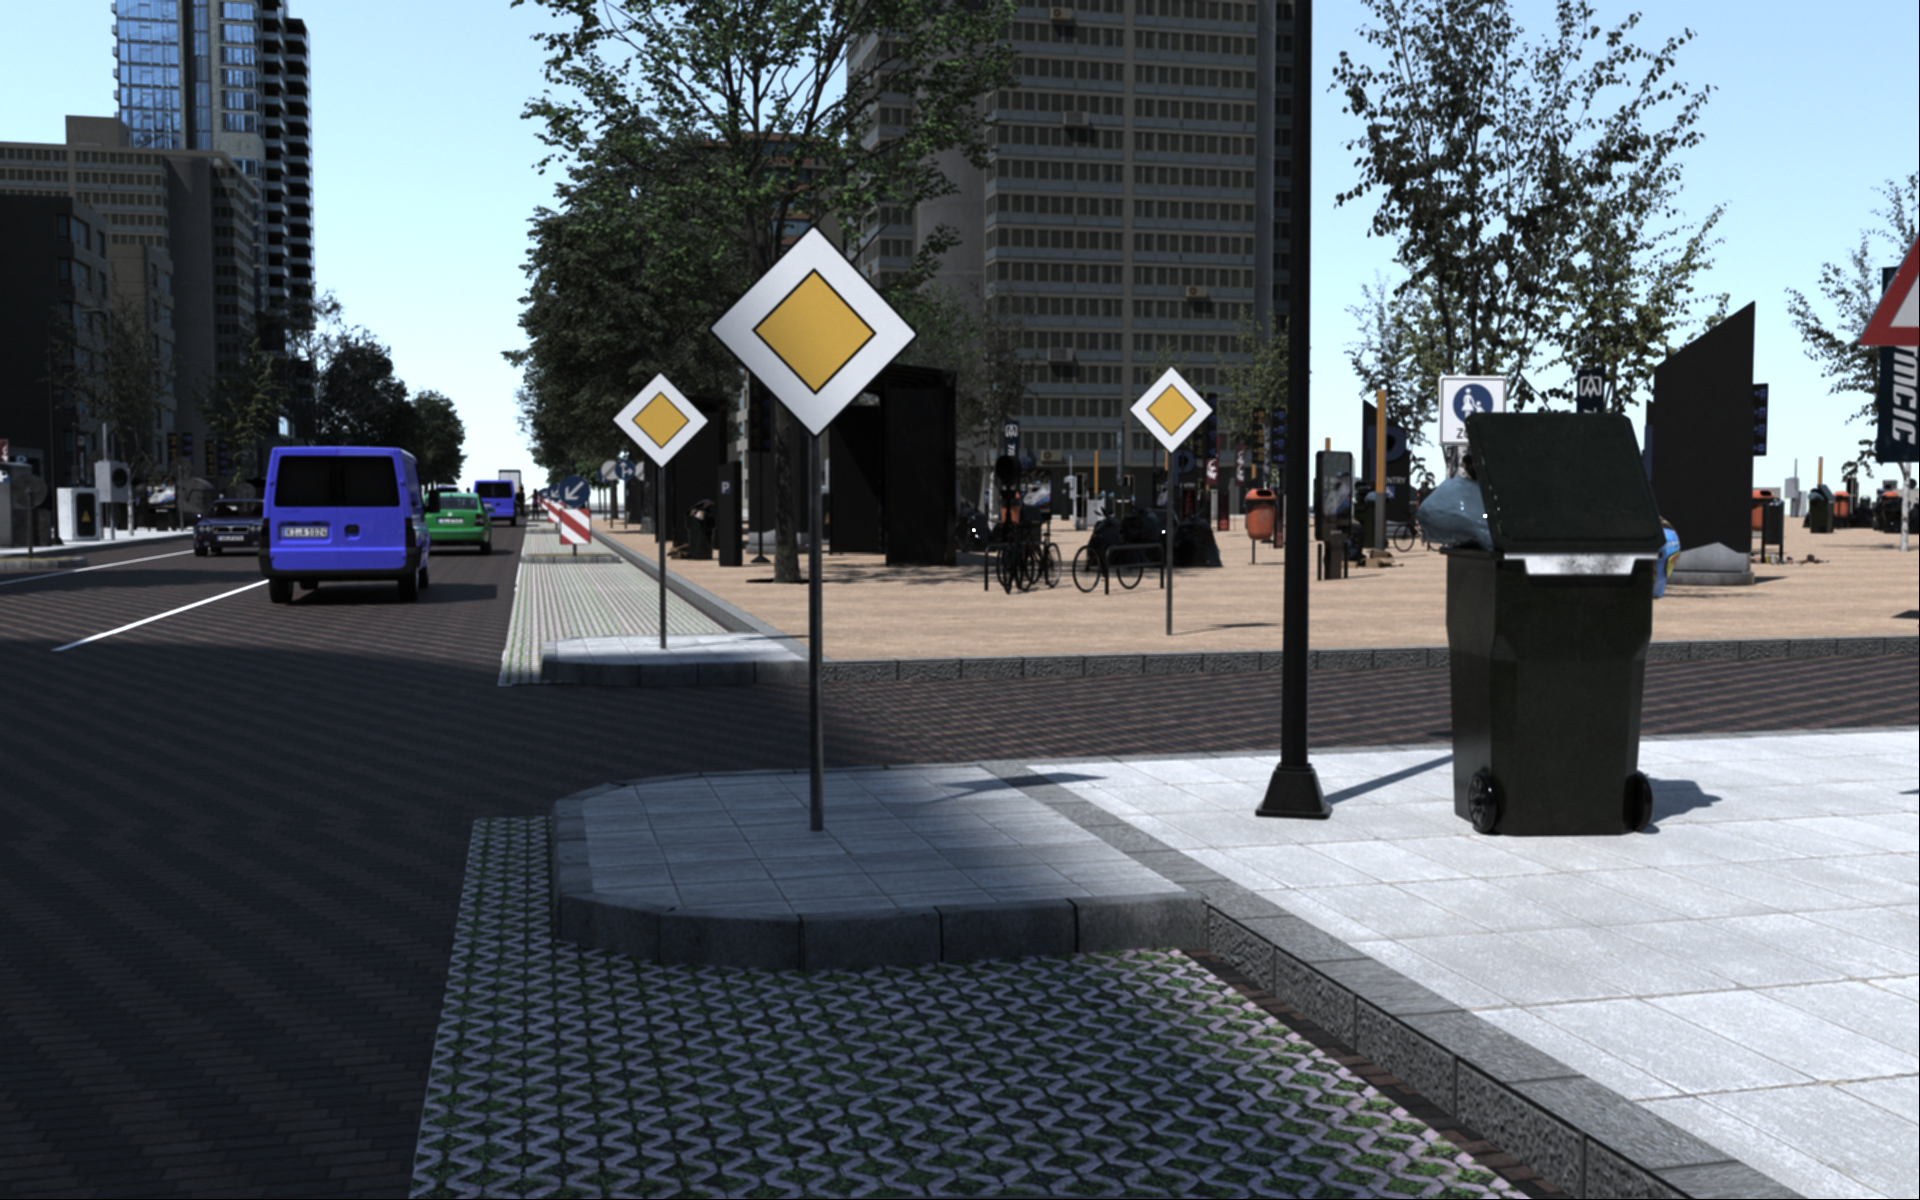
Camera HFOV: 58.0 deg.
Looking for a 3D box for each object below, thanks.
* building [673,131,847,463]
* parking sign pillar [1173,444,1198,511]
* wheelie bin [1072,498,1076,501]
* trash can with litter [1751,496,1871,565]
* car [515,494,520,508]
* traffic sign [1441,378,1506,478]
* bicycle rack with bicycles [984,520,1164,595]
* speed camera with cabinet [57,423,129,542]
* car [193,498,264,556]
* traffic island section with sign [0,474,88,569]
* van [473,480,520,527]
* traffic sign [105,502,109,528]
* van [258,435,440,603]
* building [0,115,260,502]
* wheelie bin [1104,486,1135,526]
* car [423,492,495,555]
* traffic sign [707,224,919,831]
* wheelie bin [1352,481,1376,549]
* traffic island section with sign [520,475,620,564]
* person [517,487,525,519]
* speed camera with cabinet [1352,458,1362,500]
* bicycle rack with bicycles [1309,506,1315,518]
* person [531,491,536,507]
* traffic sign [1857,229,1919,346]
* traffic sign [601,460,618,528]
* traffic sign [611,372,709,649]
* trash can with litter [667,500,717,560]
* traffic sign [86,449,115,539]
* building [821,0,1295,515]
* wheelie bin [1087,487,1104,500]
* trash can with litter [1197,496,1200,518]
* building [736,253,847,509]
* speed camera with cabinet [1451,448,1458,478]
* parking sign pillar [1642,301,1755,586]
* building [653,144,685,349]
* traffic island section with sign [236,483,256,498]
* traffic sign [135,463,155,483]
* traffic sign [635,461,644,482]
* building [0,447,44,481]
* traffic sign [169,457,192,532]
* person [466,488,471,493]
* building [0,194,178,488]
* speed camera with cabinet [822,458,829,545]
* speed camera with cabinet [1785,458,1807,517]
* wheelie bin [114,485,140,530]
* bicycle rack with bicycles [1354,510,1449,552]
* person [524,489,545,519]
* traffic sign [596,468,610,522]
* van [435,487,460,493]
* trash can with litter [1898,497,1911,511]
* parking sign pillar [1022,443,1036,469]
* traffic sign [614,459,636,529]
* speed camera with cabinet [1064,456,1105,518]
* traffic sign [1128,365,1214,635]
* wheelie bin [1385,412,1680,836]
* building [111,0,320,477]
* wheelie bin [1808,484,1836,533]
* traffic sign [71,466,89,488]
[{"bbox_3d":[-23.545,-34.169,213.293,22.147,44.769,28.867,-1,4,-14],"label":"building"},{"bbox_3d":[9.885,-5.404,76.831,1.447,3.967,1.447,-1,4,-9],"label":"parking sign pillar"},{"bbox_3d":[6.291,-5.058,90.612,0.693,1.594,0.980,-1,4,-21],"label":"wheelie bin"},{"bbox_3d":[15.470,-1.294,32.210,2.233,1.210,1.678,-2,4,-28],"label":"trash can with litter"},{"bbox_3d":[-47.966,-10.803,185.426,1.959,1.807,4.718,-1,4,-13],"label":"car"},{"bbox_3d":[4.436,-0.792,15.082,0.606,2.300,0.079,0,4,-6],"label":"traffic sign"},{"bbox_3d":[1.357,-0.601,23.201,2.852,0.926,2.925,2,4,31],"label":"bicycle rack with bicycles"},{"bbox_3d":[-23.851,-3.260,47.641,0.660,3.252,2.038,1,4,18],"label":"speed camera with cabinet"},{"bbox_3d":[-17.126,-1.754,41.253,1.945,1.354,3.894,-1,4,-16],"label":"car"},{"bbox_3d":[-18.281,-1.544,33.865,1.989,1.847,2.006,-1,4,-14],"label":"traffic island section with sign"},{"bbox_3d":[-20.813,-4.466,77.410,2.240,2.365,5.245,-1,4,-15],"label":"van"},{"bbox_3d":[-32.385,-4.012,65.705,0.768,2.556,0.104,-1,4,-9],"label":"traffic sign"},{"bbox_3d":[-8.605,-1.236,24.593,2.240,2.365,5.245,-1,4,-15],"label":"van"},{"bbox_3d":[-88.482,-30.031,182.889,32.217,40.220,23.993,-1,4,-14],"label":"building"},{"bbox_3d":[5.965,-3.436,64.085,0.980,1.594,0.693,0,4,-2],"label":"wheelie bin"},{"bbox_3d":[-12.285,-2.030,41.992,1.959,1.807,4.718,-1,4,-14],"label":"car"},{"bbox_3d":[-0.550,-0.178,6.550,0.795,2.450,0.064,-1,4,-14],"label":"traffic sign"},{"bbox_3d":[9.703,-2.015,40.852,0.693,1.594,0.980,-2,4,-28],"label":"wheelie bin"},{"bbox_3d":[-8.195,-1.690,36.266,1.989,1.847,2.006,-1,4,-14],"label":"traffic island section with sign"},{"bbox_3d":[-25.561,-5.676,100.938,0.705,1.869,1.348,-2,4,-28],"label":"person"},{"bbox_3d":[21.010,-6.124,94.471,2.038,3.252,0.660,-1,4,-21],"label":"speed camera with cabinet"},{"bbox_3d":[19.616,-4.801,91.878,2.852,0.926,2.925,-3,5,-40],"label":"bicycle rack with bicycles"},{"bbox_3d":[-45.694,-10.846,185.920,0.705,1.812,1.348,0,4,5],"label":"person"},{"bbox_3d":[3.651,-0.386,6.320,0.884,2.594,0.081,0,4,-7],"label":"traffic sign"},{"bbox_3d":[-13.087,-3.969,65.000,0.768,2.556,0.104,-1,4,-12],"label":"traffic sign"},{"bbox_3d":[-2.464,-0.652,14.303,0.795,2.450,0.064,-1,4,-14],"label":"traffic sign"},{"bbox_3d":[-5.273,-1.371,33.795,1.055,1.170,0.624,2,4,30],"label":"trash can with litter"},{"bbox_3d":[-24.422,-3.005,49.243,0.768,2.556,0.104,-1,4,-11],"label":"traffic sign"},{"bbox_3d":[5.639,-25.873,114.901,32.217,40.220,23.993,-1,4,-14],"label":"building"},{"bbox_3d":[6.435,-4.539,82.126,0.980,1.594,0.693,0,4,2],"label":"wheelie bin"},{"bbox_3d":[8.370,-3.251,64.209,2.233,1.210,1.678,-1,4,-9],"label":"trash can with litter"},{"bbox_3d":[-2.652,-18.078,140.619,27.650,21.520,28.899,-1,4,-14],"label":"building"},{"bbox_3d":[18.136,-4.138,61.999,0.660,3.252,2.038,-1,4,-10],"label":"speed camera with cabinet"},{"bbox_3d":[10.589,-2.215,24.695,1.447,3.967,1.447,2,4,31],"label":"parking sign pillar"},{"bbox_3d":[-30.784,-37.536,237.414,21.300,48.544,21.600,-1,4,-14],"label":"building"},{"bbox_3d":[-24.753,-3.144,60.035,1.989,1.847,2.006,-1,4,-14],"label":"traffic island section with sign"},{"bbox_3d":[-33.259,-4.321,70.747,0.768,2.556,0.104,-1,4,-12],"label":"traffic sign"},{"bbox_3d":[-12.300,-4.118,67.437,0.768,2.556,0.104,-1,4,-10],"label":"traffic sign"},{"bbox_3d":[-59.461,-39.673,86.909,20.563,71.187,20.611,-1,4,-14],"label":"building"},{"bbox_3d":[-26.476,-3.594,58.865,0.768,2.556,0.104,0,4,-5],"label":"traffic sign"},{"bbox_3d":[-28.788,-5.674,101.367,0.705,1.812,1.348,2,4,28],"label":"person"},{"bbox_3d":[-68.395,-16.308,111.682,27.650,21.520,28.899,-1,4,-14],"label":"building"},{"bbox_3d":[-3.367,-3.049,44.189,0.660,3.252,2.038,1,4,23],"label":"speed camera with cabinet"},{"bbox_3d":[46.474,-6.236,96.288,0.660,3.252,2.038,3,5,43],"label":"speed camera with cabinet"},{"bbox_3d":[-29.764,-3.287,61.659,0.980,1.594,0.693,-3,5,-39],"label":"wheelie bin"},{"bbox_3d":[10.740,-1.513,38.112,2.925,0.926,2.852,-3,4,-38],"label":"bicycle rack with bicycles"},{"bbox_3d":[-24.020,-5.426,97.891,1.217,1.739,0.721,-2,4,-31],"label":"person"},{"bbox_3d":[-16.523,-4.925,80.624,0.768,2.556,0.104,-1,4,-11],"label":"traffic sign"},{"bbox_3d":[-41.193,-8.240,139.116,2.240,2.365,5.245,-1,4,-13],"label":"van"},{"bbox_3d":[39.031,-3.680,71.555,1.055,1.170,0.624,-2,4,-31],"label":"trash can with litter"},{"bbox_3d":[3.614,-6.244,90.565,1.447,3.967,1.447,-1,4,-13],"label":"parking sign pillar"},{"bbox_3d":[-12.267,-3.877,63.495,0.768,2.556,0.104,0,4,-6],"label":"traffic sign"},{"bbox_3d":[6.418,-5.798,89.138,2.038,3.252,0.660,1,4,20],"label":"speed camera with cabinet"},{"bbox_3d":[1.896,-0.885,15.655,0.795,2.450,0.064,-1,4,-9],"label":"traffic sign"},{"bbox_3d":[2.234,0.073,6.712,0.980,1.594,0.693,0,4,-3],"label":"wheelie bin"},{"bbox_3d":[-89.526,-54.851,209.485,22.319,86.520,31.000,-1,4,-14],"label":"building"},{"bbox_3d":[28.151,-2.980,56.636,0.980,1.594,0.693,-3,5,-41],"label":"wheelie bin"},{"bbox_3d":[-31.957,-3.720,62.953,0.606,2.300,0.079,0,4,-7],"label":"traffic sign"}]
